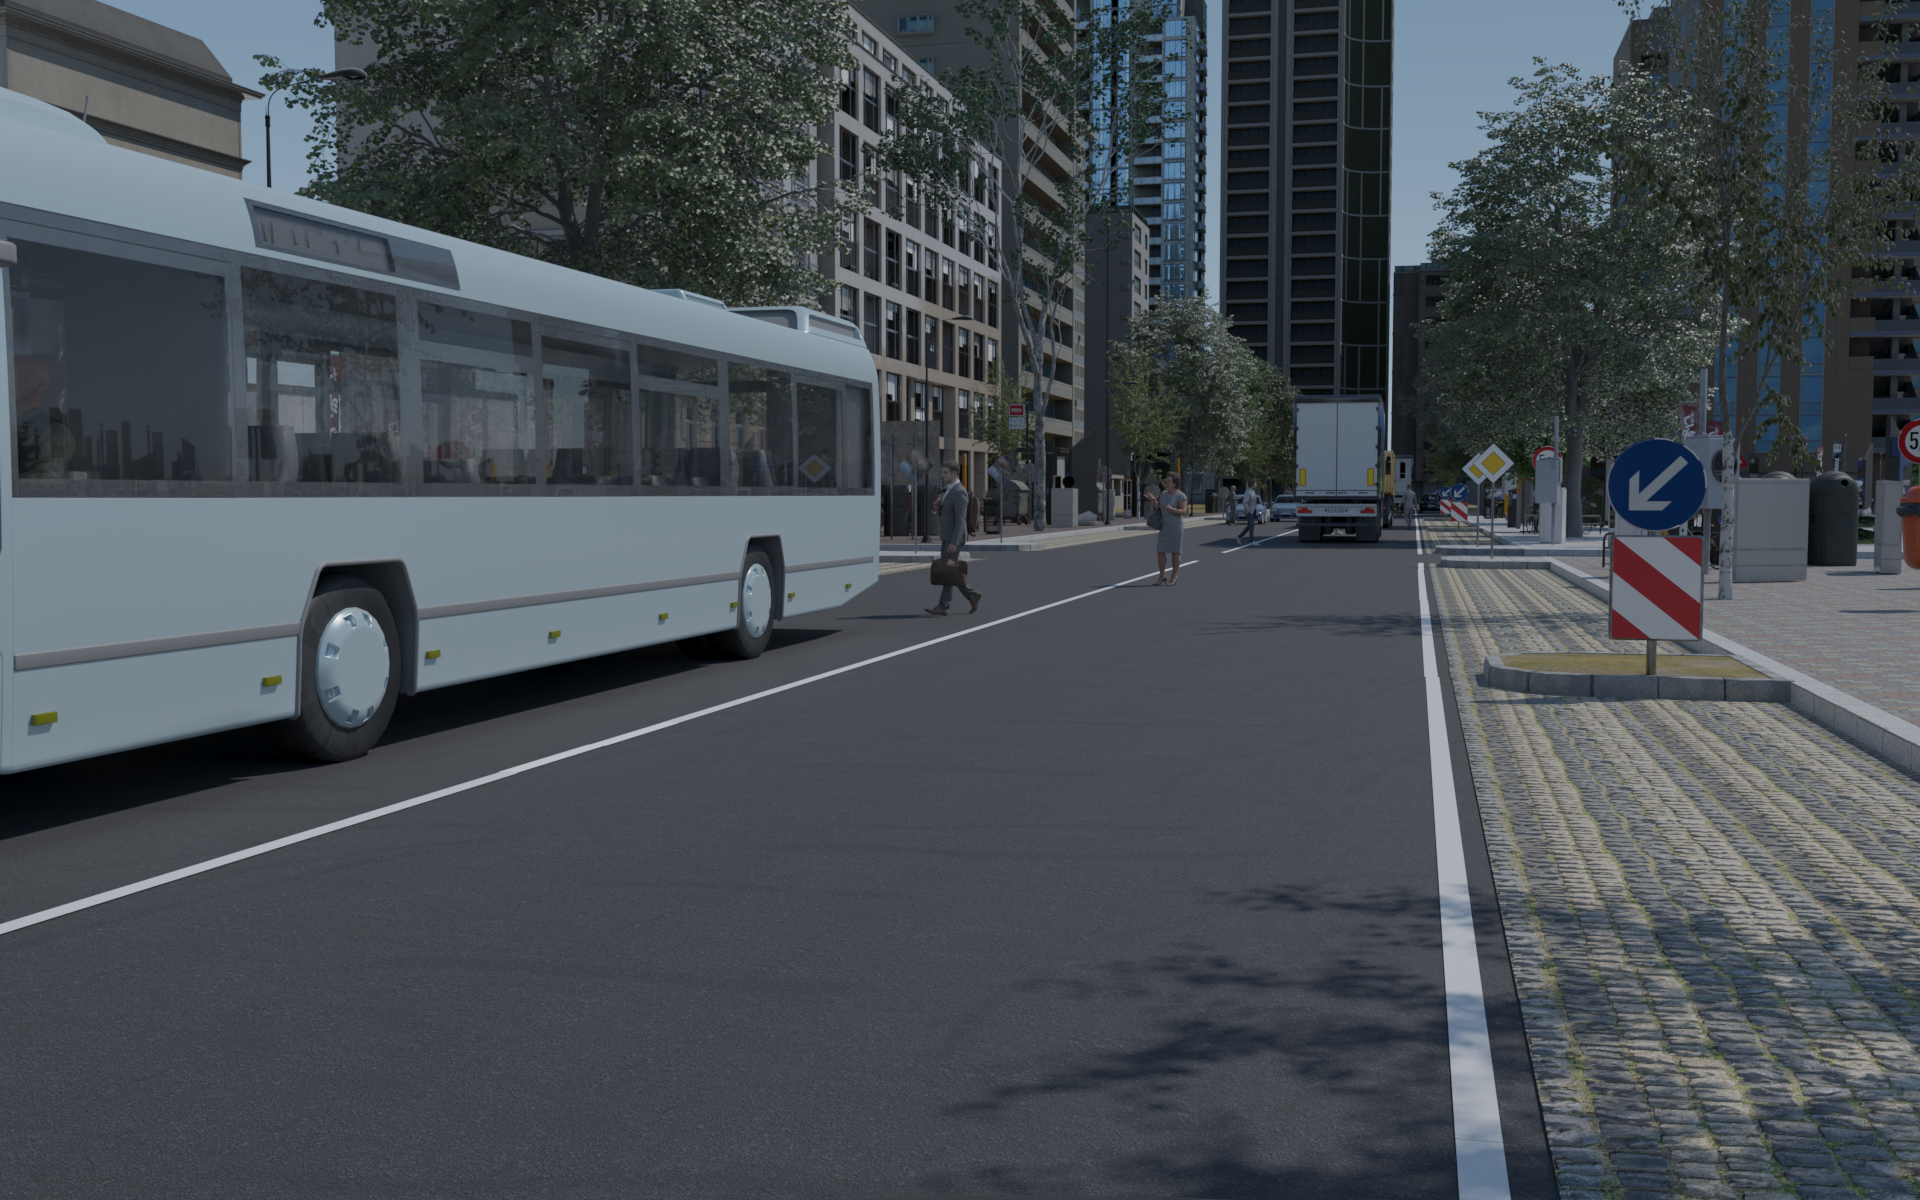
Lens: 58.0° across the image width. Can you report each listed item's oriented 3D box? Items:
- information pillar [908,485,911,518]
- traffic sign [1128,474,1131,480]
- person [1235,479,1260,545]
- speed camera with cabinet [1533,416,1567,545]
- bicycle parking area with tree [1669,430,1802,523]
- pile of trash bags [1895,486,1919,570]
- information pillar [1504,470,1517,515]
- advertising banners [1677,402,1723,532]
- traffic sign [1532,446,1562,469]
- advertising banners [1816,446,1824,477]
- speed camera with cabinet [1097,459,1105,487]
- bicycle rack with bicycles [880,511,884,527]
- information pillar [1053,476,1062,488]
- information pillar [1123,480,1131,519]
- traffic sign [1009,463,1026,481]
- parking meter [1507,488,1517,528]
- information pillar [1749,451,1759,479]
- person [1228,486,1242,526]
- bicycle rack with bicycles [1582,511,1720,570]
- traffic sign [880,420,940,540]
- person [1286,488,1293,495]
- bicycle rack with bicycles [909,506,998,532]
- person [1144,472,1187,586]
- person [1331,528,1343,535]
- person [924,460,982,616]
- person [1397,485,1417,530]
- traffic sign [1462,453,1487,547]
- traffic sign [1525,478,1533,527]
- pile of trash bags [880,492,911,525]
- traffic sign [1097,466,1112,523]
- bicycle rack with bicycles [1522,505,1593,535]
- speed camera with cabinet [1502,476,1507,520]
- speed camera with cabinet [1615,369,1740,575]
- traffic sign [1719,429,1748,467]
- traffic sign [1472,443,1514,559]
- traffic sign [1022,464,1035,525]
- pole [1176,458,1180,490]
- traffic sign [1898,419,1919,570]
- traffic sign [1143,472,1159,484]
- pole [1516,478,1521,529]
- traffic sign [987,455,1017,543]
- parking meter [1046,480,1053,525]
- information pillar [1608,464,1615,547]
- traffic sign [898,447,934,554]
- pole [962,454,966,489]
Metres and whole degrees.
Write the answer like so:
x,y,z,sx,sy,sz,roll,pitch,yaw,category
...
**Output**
x,y,z,sx,sy,sz,roll,pitch,yaw,category
-2.426,-5.595,82.826,0.183,3.616,0.504,0,4,5,information pillar
10.137,-6.158,100.782,0.768,2.556,0.104,1,4,18,traffic sign
8.051,-2.456,48.509,0.795,1.843,0.661,2,4,29,person
15.226,-3.077,44.638,0.660,3.252,2.038,2,4,25,speed camera with cabinet
35.053,-5.595,78.478,8.231,4.147,9.016,2,4,25,bicycle parking area with tree
12.097,-0.574,19.135,3.447,1.369,1.912,0,4,-1,pile of trash bags
21.315,-4.623,66.947,0.504,3.616,0.183,-1,4,-12,information pillar
14.572,-2.266,33.236,2.074,3.025,0.090,-1,4,-18,advertising banners
15.587,-2.808,46.016,0.768,2.556,0.104,2,4,24,traffic sign
30.938,-4.097,63.168,2.074,3.025,0.090,-2,4,-35,advertising banners
7.221,-6.375,98.567,2.038,3.252,0.660,2,4,30,speed camera with cabinet
-2.993,-3.242,66.389,2.925,0.926,2.852,1,4,12,bicycle rack with bicycles
3.854,-3.931,68.760,0.304,2.012,0.304,0,4,-8,information pillar
8.737,-5.256,90.425,0.304,2.012,0.304,-3,4,-36,information pillar
2.455,-4.474,73.156,0.884,2.594,0.081,1,4,15,traffic sign
21.037,-3.518,65.931,0.372,1.533,0.369,0,3,0,parking meter
42.630,-6.221,93.068,0.504,3.616,0.183,1,4,11,information pillar
12.438,-4.264,78.397,0.590,1.801,0.661,0,4,-2,person
12.382,-1.000,29.730,2.852,0.926,2.925,-1,4,-13,bicycle rack with bicycles
-1.616,-3.325,48.232,2.265,3.308,0.079,2,4,24,traffic sign
21.658,-6.479,114.214,0.659,1.850,0.755,0,4,-6,person
-0.562,-2.798,59.123,2.852,0.926,2.925,-1,4,-16,bicycle rack with bicycles
3.175,-1.115,27.087,0.716,1.782,0.532,3,5,44,person
13.304,-3.239,61.437,0.573,1.828,0.580,2,4,35,person
-0.050,-0.732,20.436,0.822,1.834,0.622,-2,4,-25,person
17.978,-3.725,69.519,0.709,1.813,0.853,-1,4,-21,person
12.530,-2.339,41.891,0.795,2.450,0.064,1,4,15,traffic sign
22.231,-4.159,68.006,0.884,2.594,0.081,1,4,16,traffic sign
-3.180,-3.777,71.514,3.447,1.369,1.912,2,4,26,pile of trash bags
6.412,-4.727,77.388,0.768,2.556,0.104,1,4,19,traffic sign
18.933,-2.546,55.012,2.852,0.926,2.925,3,5,43,bicycle rack with bicycles
27.393,-5.488,84.067,2.038,3.252,0.660,1,4,10,speed camera with cabinet
11.191,-1.997,26.985,2.038,3.252,0.660,-2,4,-24,speed camera with cabinet
14.969,-2.079,33.998,0.884,2.594,0.081,1,4,21,traffic sign
10.506,-1.867,34.166,0.795,2.450,0.064,1,4,15,traffic sign
2.929,-4.412,72.241,0.768,2.556,0.104,1,4,15,traffic sign
12.405,-6.410,98.649,0.158,3.312,0.155,0,3,0,pole
16.226,-1.782,29.244,0.768,2.556,0.104,1,4,18,traffic sign
10.021,-5.556,90.850,0.884,2.594,0.081,1,4,22,traffic sign
20.576,-4.275,63.734,0.158,3.312,0.155,0,3,0,pole
1.077,-2.524,44.903,0.795,2.450,0.064,1,4,15,traffic sign
3.746,-4.028,71.571,0.255,1.863,0.399,-1,4,-16,parking meter
15.989,-2.301,42.106,0.304,2.012,0.304,-3,4,-36,information pillar
-0.948,-2.051,37.178,0.795,2.450,0.064,1,4,15,traffic sign
0.222,-5.717,87.317,0.158,3.312,0.155,0,3,0,pole
